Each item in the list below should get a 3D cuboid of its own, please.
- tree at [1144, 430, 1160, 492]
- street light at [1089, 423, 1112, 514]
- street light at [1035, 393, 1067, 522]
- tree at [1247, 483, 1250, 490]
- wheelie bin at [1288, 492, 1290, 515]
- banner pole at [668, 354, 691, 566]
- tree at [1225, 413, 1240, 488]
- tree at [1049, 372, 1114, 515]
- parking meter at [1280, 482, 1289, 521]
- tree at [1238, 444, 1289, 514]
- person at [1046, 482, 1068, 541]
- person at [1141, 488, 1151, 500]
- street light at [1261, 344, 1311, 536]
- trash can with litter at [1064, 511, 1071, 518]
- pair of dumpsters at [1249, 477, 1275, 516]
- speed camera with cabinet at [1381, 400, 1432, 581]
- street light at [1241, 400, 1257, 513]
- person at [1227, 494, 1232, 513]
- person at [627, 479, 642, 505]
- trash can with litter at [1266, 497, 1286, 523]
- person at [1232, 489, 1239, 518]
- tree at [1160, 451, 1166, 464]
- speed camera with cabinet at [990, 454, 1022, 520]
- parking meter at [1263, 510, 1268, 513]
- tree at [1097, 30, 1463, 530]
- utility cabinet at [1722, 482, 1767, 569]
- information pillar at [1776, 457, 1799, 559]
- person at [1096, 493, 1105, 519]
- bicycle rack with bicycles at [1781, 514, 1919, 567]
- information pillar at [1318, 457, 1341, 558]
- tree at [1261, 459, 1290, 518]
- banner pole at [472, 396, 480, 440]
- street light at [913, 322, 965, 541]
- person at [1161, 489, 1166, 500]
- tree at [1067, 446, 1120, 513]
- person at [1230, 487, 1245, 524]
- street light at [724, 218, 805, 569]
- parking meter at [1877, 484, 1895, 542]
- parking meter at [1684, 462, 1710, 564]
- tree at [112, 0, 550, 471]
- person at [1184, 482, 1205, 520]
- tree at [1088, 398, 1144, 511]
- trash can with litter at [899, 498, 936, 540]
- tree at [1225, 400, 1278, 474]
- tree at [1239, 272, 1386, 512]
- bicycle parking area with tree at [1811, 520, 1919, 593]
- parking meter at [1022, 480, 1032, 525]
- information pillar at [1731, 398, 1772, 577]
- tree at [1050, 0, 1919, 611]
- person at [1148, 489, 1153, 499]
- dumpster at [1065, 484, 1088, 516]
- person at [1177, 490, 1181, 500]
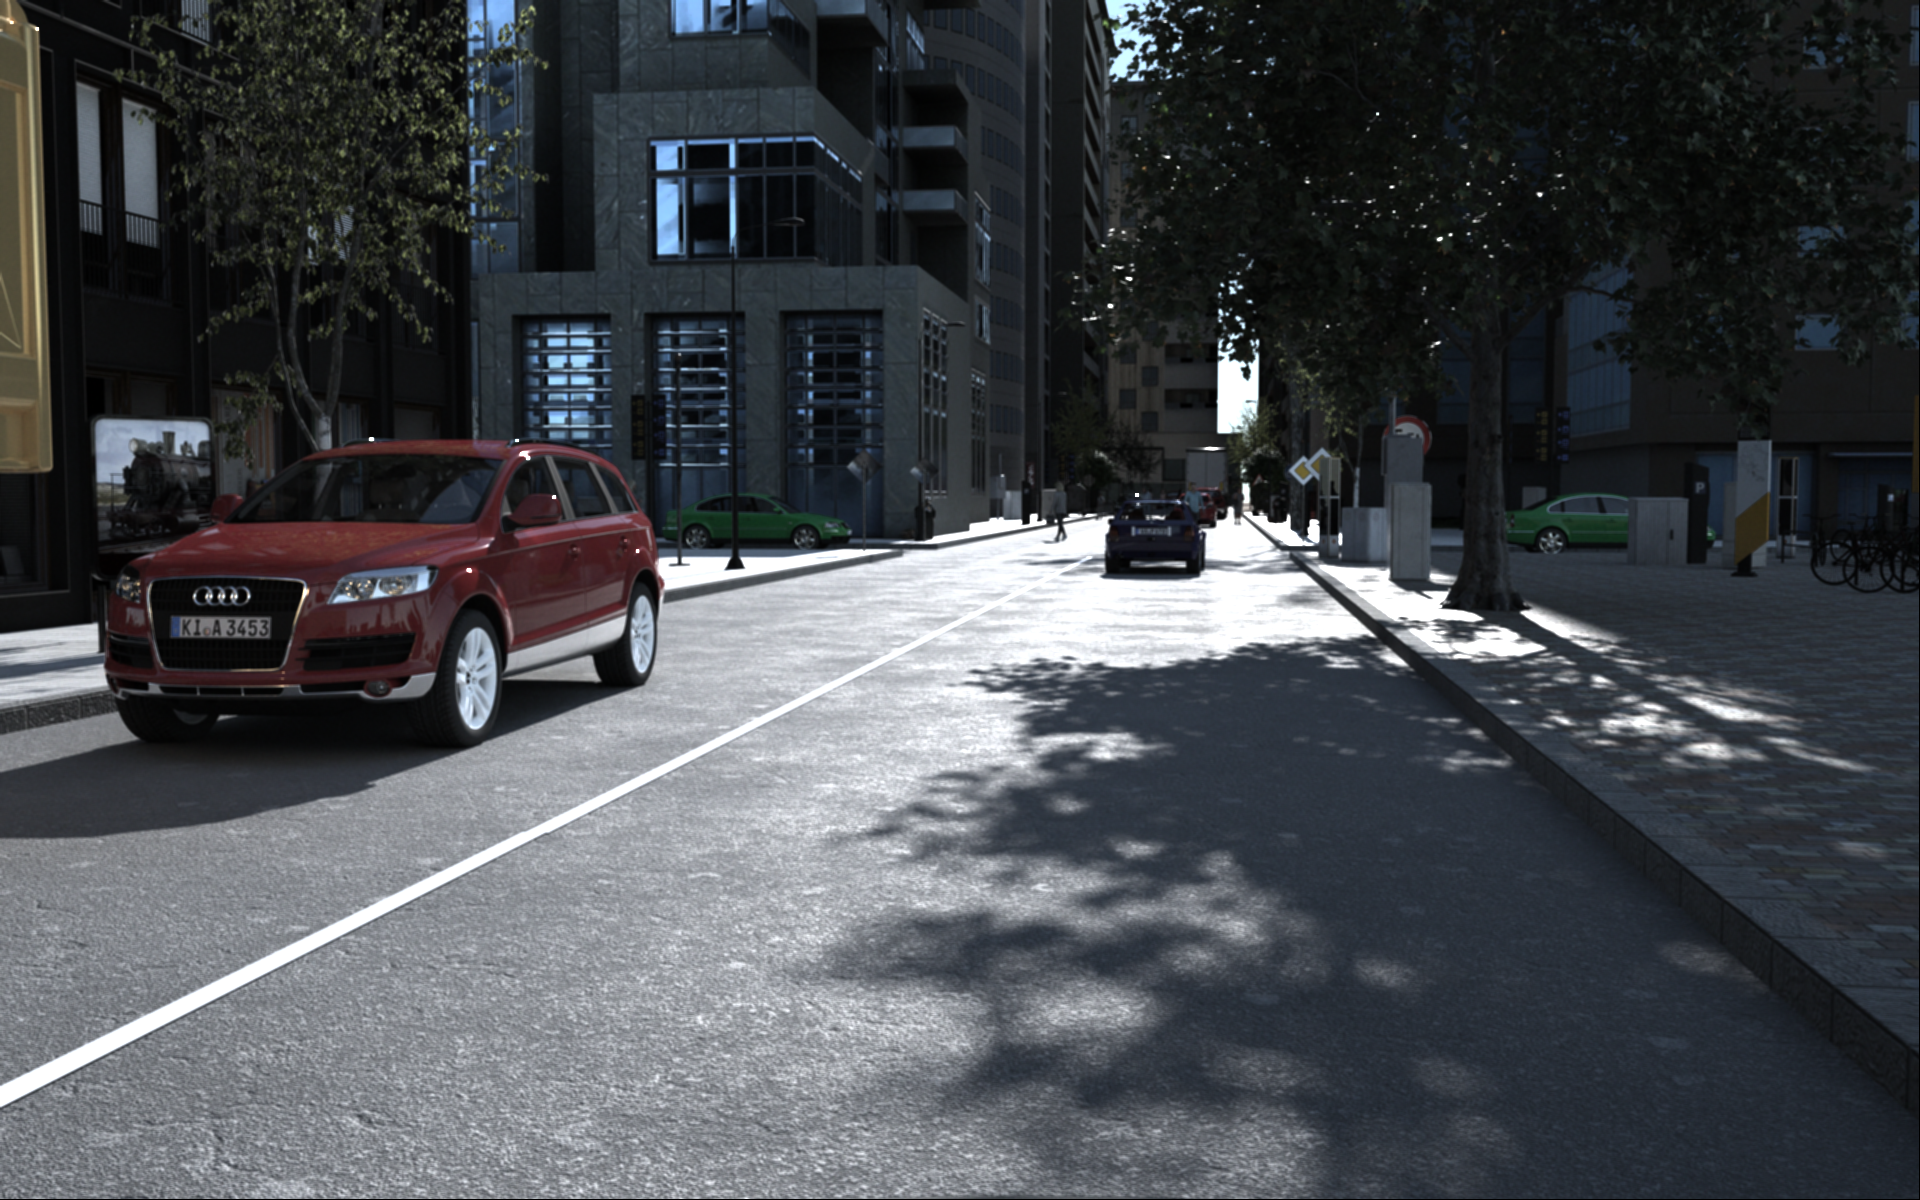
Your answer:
[{"bbox_3d":[16.872,-13.428,169.915,4.360,8.622,3.978,0,3,0],"label":"tree"},{"bbox_3d":[9.130,-8.562,112.532,1.470,5.913,1.316,1,4,8],"label":"street light"},{"bbox_3d":[4.199,-6.553,79.686,1.470,5.913,1.316,1,4,8],"label":"street light"},{"bbox_3d":[26.668,-9.778,154.472,1.663,3.219,1.824,0,3,0],"label":"tree"},{"bbox_3d":[20.440,-5.989,105.824,0.980,1.594,0.693,-3,5,-40],"label":"wheelie bin"},{"bbox_3d":[-4.978,-2.492,30.759,0.401,3.779,0.863,-1,4,-13],"label":"banner pole"},{"bbox_3d":[21.738,-10.826,127.360,4.360,8.622,3.978,0,3,0],"label":"tree"},{"bbox_3d":[7.204,-9.400,104.058,4.737,8.622,4.395,0,3,0],"label":"tree"},{"bbox_3d":[15.249,-4.635,81.496,0.399,1.863,0.255,1,4,18],"label":"parking meter"},{"bbox_3d":[19.591,-7.766,110.694,4.285,4.588,4.351,0,3,0],"label":"tree"},{"bbox_3d":[3.032,-2.736,53.408,0.709,1.800,0.728,-3,4,-38],"label":"person"},{"bbox_3d":[10.363,-5.341,96.096,0.793,1.790,0.793,-1,4,-16],"label":"person"},{"bbox_3d":[10.041,-4.922,53.011,1.470,5.913,1.316,1,4,8],"label":"street light"},{"bbox_3d":[4.954,-4.723,88.604,1.055,1.170,0.624,3,4,37],"label":"trash can with litter"},{"bbox_3d":[17.950,-6.115,102.478,1.574,2.255,4.437,1,4,9],"label":"pair of dumpsters"},{"bbox_3d":[6.791,-1.956,26.309,0.660,3.252,2.038,1,4,10],"label":"speed camera with cabinet"},{"bbox_3d":[14.771,-6.918,85.655,1.470,5.913,1.316,1,4,8],"label":"street light"},{"bbox_3d":[19.910,-7.375,129.814,1.217,1.736,0.721,0,4,3],"label":"person"},{"bbox_3d":[-8.239,-2.150,43.832,0.526,1.800,0.537,0,4,-3],"label":"person"},{"bbox_3d":[13.791,-3.941,75.828,0.624,1.170,1.055,-2,4,-26],"label":"trash can with litter"},{"bbox_3d":[16.776,-5.863,105.198,0.563,1.720,0.643,1,4,18],"label":"person"},{"bbox_3d":[20.626,-14.914,194.213,4.360,8.622,3.978,0,3,0],"label":"tree"},{"bbox_3d":[2.293,-5.597,85.852,0.660,3.252,2.038,3,5,42],"label":"speed camera with cabinet"},{"bbox_3d":[20.531,-6.593,116.203,0.372,1.533,0.369,0,3,0],"label":"parking meter"},{"bbox_3d":[10.980,-12.496,60.204,12.611,20.169,13.585,0,3,0],"label":"tree"},{"bbox_3d":[13.501,-1.292,29.802,1.173,1.500,0.318,-3,5,-44],"label":"utility cabinet"},{"bbox_3d":[16.487,-1.837,34.520,0.304,2.012,0.304,3,5,39],"label":"information pillar"},{"bbox_3d":[7.907,-5.309,97.891,0.523,1.515,0.503,2,4,32],"label":"person"},{"bbox_3d":[16.228,-1.101,31.381,2.852,0.926,2.925,1,4,9],"label":"bicycle rack with bicycles"},{"bbox_3d":[7.410,-1.850,34.742,0.304,2.012,0.304,-2,4,-30],"label":"information pillar"},{"bbox_3d":[17.568,-6.139,94.970,1.663,3.219,1.824,0,3,0],"label":"tree"},{"bbox_3d":[-11.034,-3.003,39.119,0.401,3.779,0.863,-3,5,-43],"label":"banner pole"},{"bbox_3d":[-0.552,-4.557,47.045,1.470,5.913,1.316,1,4,8],"label":"street light"},{"bbox_3d":[13.005,-6.182,110.159,0.643,1.750,0.593,0,4,5],"label":"person"},{"bbox_3d":[9.143,-8.378,120.693,4.285,4.588,4.351,0,3,0],"label":"tree"},{"bbox_3d":[13.405,-4.571,83.587,0.716,1.782,0.532,0,4,-7],"label":"person"},{"bbox_3d":[-3.309,-3.476,29.375,1.470,5.913,1.316,1,4,8],"label":"street light"},{"bbox_3d":[23.477,-2.173,43.946,0.372,1.533,0.369,0,3,0],"label":"parking meter"},{"bbox_3d":[13.574,-1.604,31.939,0.399,1.863,0.255,-1,4,-9],"label":"parking meter"},{"bbox_3d":[-6.179,-4.069,16.891,4.360,8.622,3.978,0,3,0],"label":"tree"},{"bbox_3d":[7.617,-2.932,56.453,0.660,1.820,0.620,-1,4,-12],"label":"person"},{"bbox_3d":[11.515,-11.147,132.613,4.360,8.622,3.978,0,3,0],"label":"tree"},{"bbox_3d":[-1.217,-2.276,48.592,1.055,1.170,0.624,1,4,20],"label":"trash can with litter"},{"bbox_3d":[22.736,-11.234,134.045,4.737,8.622,4.395,0,3,0],"label":"tree"},{"bbox_3d":[10.765,-5.962,47.849,4.360,8.622,3.978,0,3,0],"label":"tree"},{"bbox_3d":[15.160,-2.033,20.234,9.016,4.147,8.231,1,4,23],"label":"bicycle parking area with tree"},{"bbox_3d":[2.802,-4.109,72.888,0.399,1.863,0.255,0,4,-3],"label":"parking meter"},{"bbox_3d":[12.269,-2.167,26.792,0.504,3.616,0.183,3,5,43],"label":"information pillar"},{"bbox_3d":[5.782,-6.247,19.147,9.611,12.733,9.660,0,3,0],"label":"tree"},{"bbox_3d":[13.105,-6.769,119.736,0.480,1.755,0.524,-2,4,-26],"label":"person"},{"bbox_3d":[6.664,-5.764,99.992,1.264,1.857,1.865,1,4,9],"label":"dumpster"},{"bbox_3d":[19.818,-9.005,155.686,0.705,1.831,1.348,-1,4,-22],"label":"person"}]
